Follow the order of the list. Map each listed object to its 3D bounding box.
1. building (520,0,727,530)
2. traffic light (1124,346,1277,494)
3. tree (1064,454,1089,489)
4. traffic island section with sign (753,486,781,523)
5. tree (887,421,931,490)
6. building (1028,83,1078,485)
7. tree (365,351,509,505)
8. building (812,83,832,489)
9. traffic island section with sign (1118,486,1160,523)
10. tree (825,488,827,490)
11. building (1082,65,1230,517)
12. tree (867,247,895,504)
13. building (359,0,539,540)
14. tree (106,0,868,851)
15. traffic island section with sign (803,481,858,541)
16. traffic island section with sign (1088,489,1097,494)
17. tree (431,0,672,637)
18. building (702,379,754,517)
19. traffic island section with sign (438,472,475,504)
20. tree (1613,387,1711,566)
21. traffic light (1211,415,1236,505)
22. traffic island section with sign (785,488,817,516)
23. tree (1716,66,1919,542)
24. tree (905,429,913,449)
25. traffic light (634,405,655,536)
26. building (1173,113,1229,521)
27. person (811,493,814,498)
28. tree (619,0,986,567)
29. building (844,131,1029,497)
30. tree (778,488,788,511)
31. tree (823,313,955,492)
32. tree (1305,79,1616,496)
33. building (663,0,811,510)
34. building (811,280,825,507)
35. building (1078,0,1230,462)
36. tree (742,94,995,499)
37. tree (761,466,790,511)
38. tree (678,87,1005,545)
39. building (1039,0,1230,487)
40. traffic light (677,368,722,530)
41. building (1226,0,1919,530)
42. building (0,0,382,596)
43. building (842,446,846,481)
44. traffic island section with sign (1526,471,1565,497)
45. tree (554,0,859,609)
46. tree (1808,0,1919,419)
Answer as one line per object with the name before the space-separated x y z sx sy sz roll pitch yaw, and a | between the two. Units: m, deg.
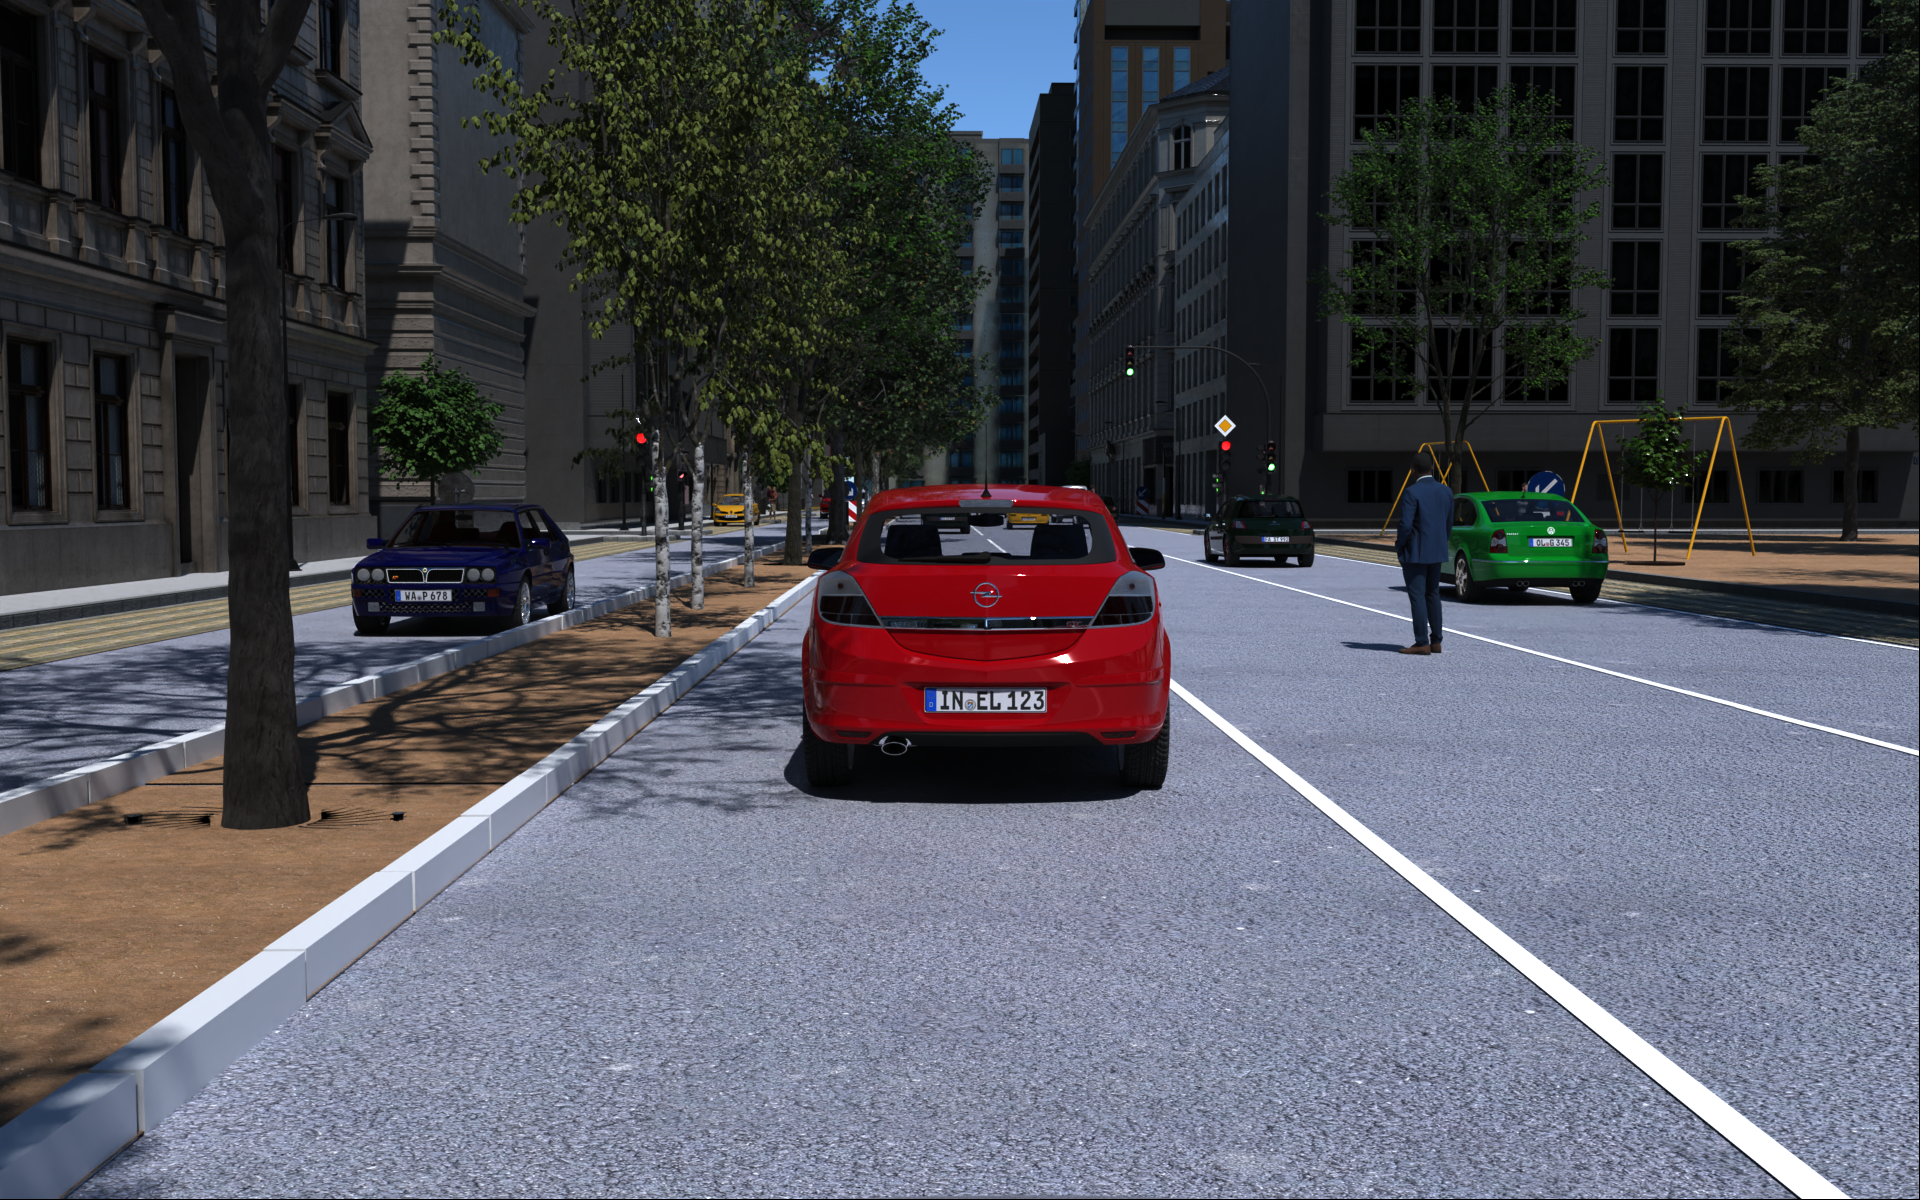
building | -19.021 -15.675 75.361 14.314 24.678 30.058 0 4 -1
traffic light | 7.394 -4.802 53.184 4.771 5.953 1.251 0 4 -1
tree | 10.187 -9.681 141.994 4.285 4.588 4.351 0 3 0
traffic island section with sign | -9.963 -4.756 86.390 1.989 1.847 2.006 0 4 -1
tree | -5.188 -12.172 119.603 7.486 12.596 7.792 0 3 0
building | 19.209 -35.324 201.253 21.300 48.544 21.600 0 4 -1
tree | -12.156 -3.430 39.796 4.285 4.588 4.351 0 3 0
building | -25.247 -35.338 201.475 21.600 48.544 21.300 0 4 -1
traffic island section with sign | 8.958 -4.790 86.951 1.989 1.847 2.006 0 4 -1
tree | -14.944 -11.474 182.194 1.663 3.219 1.824 0 3 0
building | 18.455 -20.681 114.541 17.030 29.872 44.131 0 4 -1
tree | -3.645 -5.421 41.456 4.360 8.622 3.978 0 3 0
building | -22.213 -13.327 46.781 19.941 23.489 11.050 0 4 -1
tree | -2.979 -5.757 6.962 12.009 13.543 11.850 0 3 0
traffic island section with sign | -3.780 -2.774 53.488 2.006 1.907 1.989 0 4 -1
traffic island section with sign | 8.506 -6.439 113.903 1.989 1.847 2.006 0 4 -1
tree | -2.916 -3.912 16.783 4.737 8.622 4.395 0 3 0
building | -19.810 -17.688 108.275 14.460 24.649 34.723 0 4 -1
traffic island section with sign | -9.012 -1.348 30.676 1.989 1.847 2.006 0 4 -1
tree | 12.753 -2.249 31.366 1.663 3.219 1.824 0 3 0
traffic light | 9.348 -4.430 61.345 0.839 4.253 0.868 0 4 -1
traffic island section with sign | -10.415 -6.405 113.342 1.989 1.847 2.006 0 4 -1
tree | 24.521 -7.850 46.473 7.486 12.596 7.792 0 3 0
tree | -3.979 -7.350 72.986 4.360 8.622 3.978 0 3 0
traffic light | -9.675 -3.920 53.020 0.839 4.253 0.868 0 4 -1
building | 16.719 -13.999 83.636 10.420 20.320 16.860 0 4 -1
person | -13.098 -8.715 151.729 0.628 1.438 0.799 0 4 -4
tree | -3.222 -6.479 34.140 9.928 11.665 9.643 0 3 0
building | -0.081 -37.402 231.123 30.456 49.044 23.786 0 4 -1
tree | -13.686 -8.475 133.173 1.663 3.219 1.824 0 3 0
tree | -4.467 -11.591 98.622 9.857 13.997 8.962 0 3 0
tree | 12.852 -7.283 44.829 9.928 11.665 9.643 0 3 0
building | -24.442 -37.159 149.548 21.231 58.520 28.212 0 4 -1
building | -20.875 -24.458 171.588 14.160 30.474 14.107 0 4 -1
building | 17.907 -30.711 152.235 14.600 45.320 14.200 0 4 -1
tree | -5.189 -13.629 81.184 12.611 20.169 13.585 0 3 0
tree | -13.687 -8.889 129.056 4.285 4.588 4.351 0 3 0
tree | -3.463 -7.903 48.685 9.611 12.733 9.660 0 3 0
building | 20.140 -52.655 173.576 22.319 86.520 31.000 0 4 -1
traffic light | -7.720 -5.285 61.074 4.771 5.953 1.251 0 4 -1
building | 23.465 -16.738 67.176 24.014 27.812 14.314 0 4 -1
building | -16.856 -9.925 26.893 10.561 19.102 19.286 0 4 -1
building | -27.786 -33.239 235.344 23.993 40.220 32.217 0 4 -1
traffic island section with sign | 9.923 -1.336 30.472 1.989 1.847 2.006 0 4 -1
tree | -3.267 -4.196 21.417 4.360 8.622 3.978 0 3 0
tree | 22.503 -7.847 34.961 9.857 13.997 8.962 0 3 0
